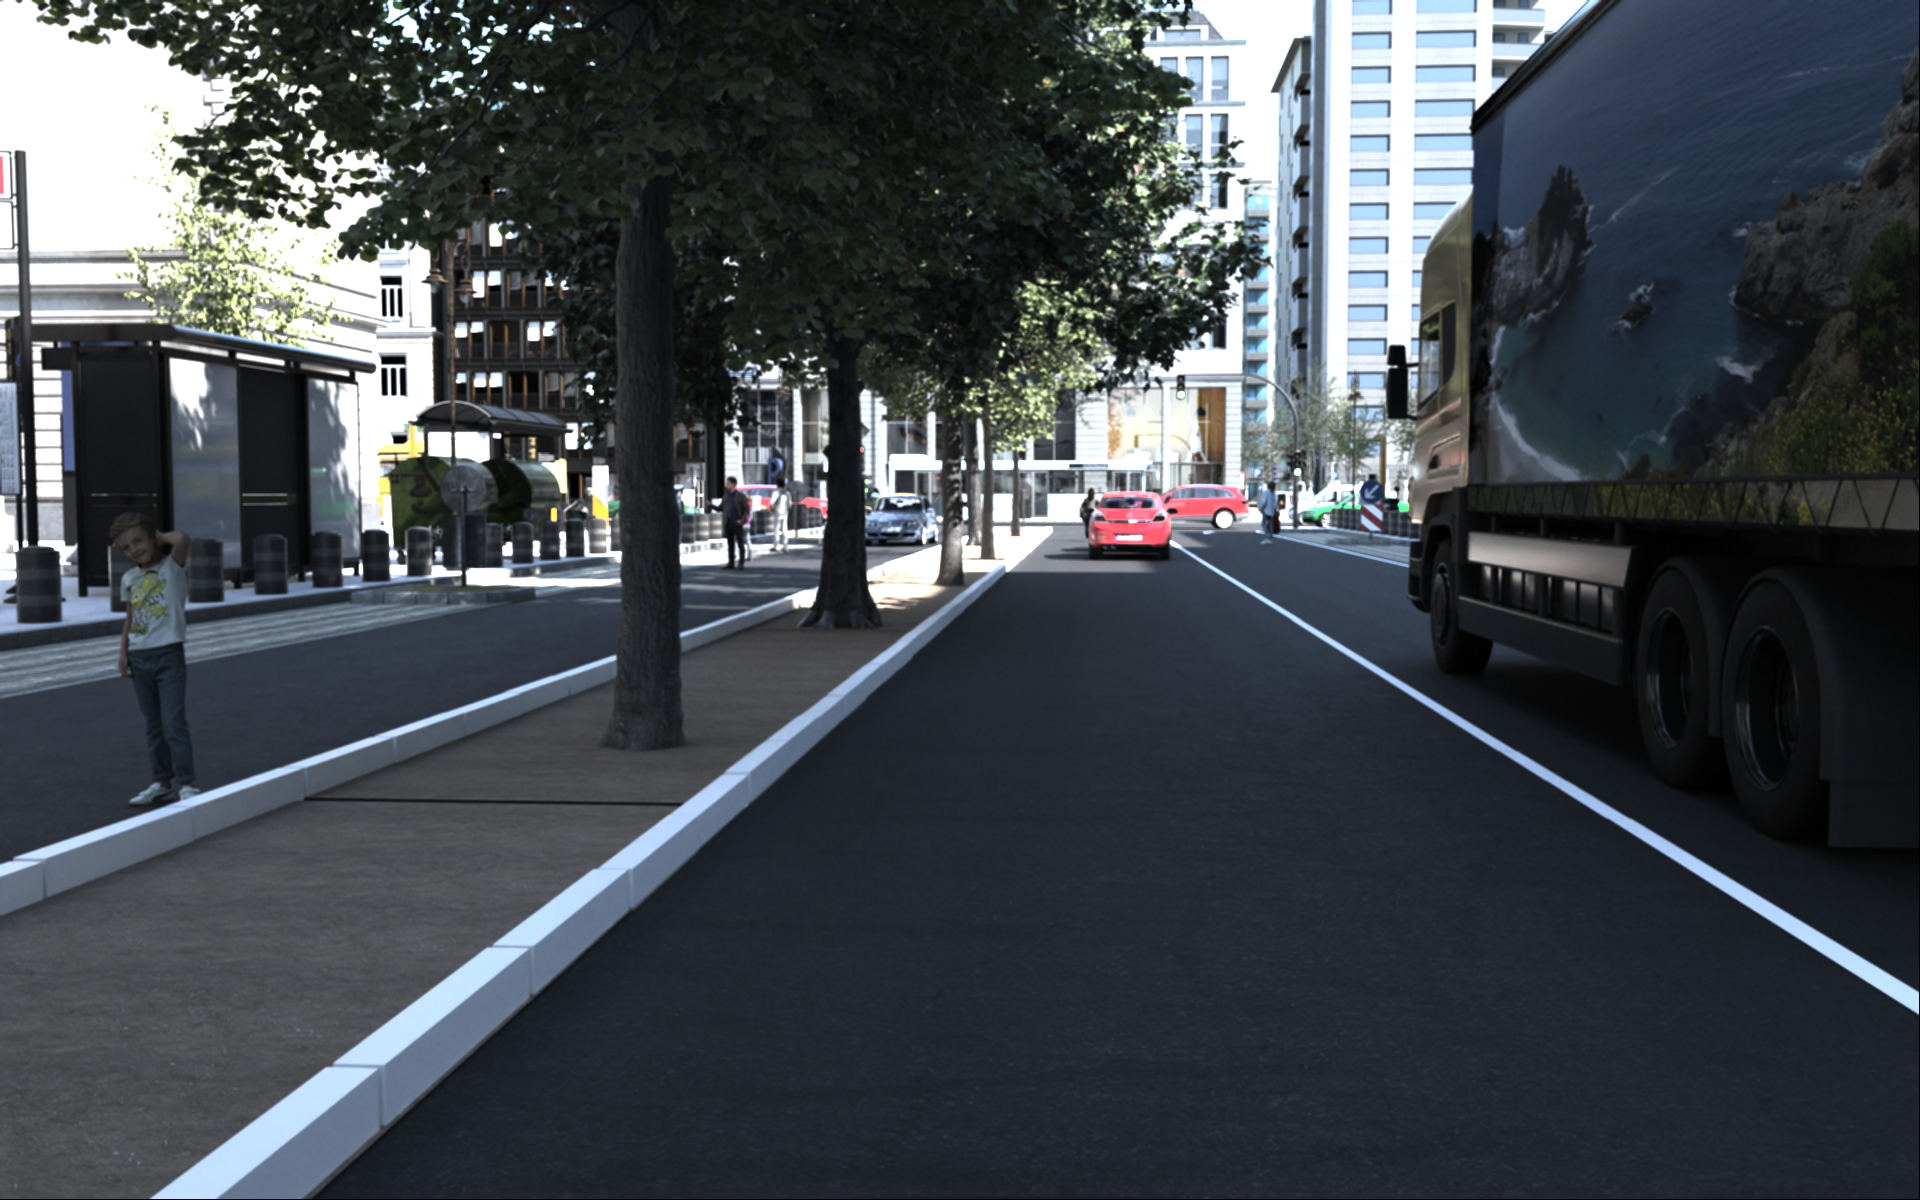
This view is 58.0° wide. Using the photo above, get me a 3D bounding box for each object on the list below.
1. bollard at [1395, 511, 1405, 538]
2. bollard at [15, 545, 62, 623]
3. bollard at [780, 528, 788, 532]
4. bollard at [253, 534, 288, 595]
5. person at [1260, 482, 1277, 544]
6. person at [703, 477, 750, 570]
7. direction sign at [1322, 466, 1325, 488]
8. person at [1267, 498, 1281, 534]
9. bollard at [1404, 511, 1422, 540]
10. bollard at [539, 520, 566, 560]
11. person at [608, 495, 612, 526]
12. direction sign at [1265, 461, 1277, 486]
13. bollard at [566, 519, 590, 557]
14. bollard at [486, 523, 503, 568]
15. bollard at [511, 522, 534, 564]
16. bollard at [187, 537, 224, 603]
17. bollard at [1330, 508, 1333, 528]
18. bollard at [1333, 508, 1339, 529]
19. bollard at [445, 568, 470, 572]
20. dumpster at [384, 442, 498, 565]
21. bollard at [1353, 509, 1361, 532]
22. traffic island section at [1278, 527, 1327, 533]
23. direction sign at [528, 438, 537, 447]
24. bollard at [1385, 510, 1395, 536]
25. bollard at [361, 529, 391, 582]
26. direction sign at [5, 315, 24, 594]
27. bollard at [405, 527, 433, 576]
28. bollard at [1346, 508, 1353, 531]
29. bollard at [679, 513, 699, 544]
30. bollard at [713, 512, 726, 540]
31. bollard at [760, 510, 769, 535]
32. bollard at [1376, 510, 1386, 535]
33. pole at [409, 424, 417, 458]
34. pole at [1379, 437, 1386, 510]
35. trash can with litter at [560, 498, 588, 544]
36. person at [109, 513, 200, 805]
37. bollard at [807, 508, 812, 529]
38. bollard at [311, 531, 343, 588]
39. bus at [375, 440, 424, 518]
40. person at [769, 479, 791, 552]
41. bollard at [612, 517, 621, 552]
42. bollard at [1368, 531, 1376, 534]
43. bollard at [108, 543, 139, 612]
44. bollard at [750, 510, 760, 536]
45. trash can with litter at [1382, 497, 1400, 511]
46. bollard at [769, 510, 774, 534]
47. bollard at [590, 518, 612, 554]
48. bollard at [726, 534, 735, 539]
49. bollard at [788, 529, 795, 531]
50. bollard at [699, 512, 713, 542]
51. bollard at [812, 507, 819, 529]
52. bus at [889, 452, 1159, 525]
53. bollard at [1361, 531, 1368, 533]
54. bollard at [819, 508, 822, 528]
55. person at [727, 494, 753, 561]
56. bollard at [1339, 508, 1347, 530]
[{"bbox_3d":[13.175,-2.233,51.234,0.404,0.777,0.398,0,3,0],"label":"bollard"},{"bbox_3d":[-9.229,-0.161,17.347,0.404,0.777,0.398,0,3,0],"label":"bollard"},{"bbox_3d":[-6.099,-2.653,58.092,0.404,0.777,0.398,0,3,0],"label":"bollard"},{"bbox_3d":[-8.853,-0.461,22.247,0.404,0.777,0.398,0,3,0],"label":"bollard"},{"bbox_3d":[8.906,-2.521,49.988,0.793,1.790,0.793,1,4,21],"label":"person"},{"bbox_3d":[-4.435,-1.461,32.924,0.617,1.759,0.750,3,5,44],"label":"person"},{"bbox_3d":[29.155,-8.995,139.070,0.379,3.537,0.876,0,4,-1],"label":"direction sign"},{"bbox_3d":[11.105,-3.083,61.367,0.523,1.526,0.387,-2,4,-27],"label":"person"},{"bbox_3d":[13.047,-2.134,49.606,0.404,0.777,0.398,0,3,0],"label":"bollard"},{"bbox_3d":[-7.976,-1.160,33.683,0.404,0.777,0.398,0,3,0],"label":"bollard"},{"bbox_3d":[-15.046,-3.881,73.425,0.593,1.643,0.415,-2,4,-28],"label":"person"},{"bbox_3d":[23.192,-8.372,128.871,0.876,3.537,0.379,-1,4,-19],"label":"direction sign"},{"bbox_3d":[-7.849,-1.259,35.309,0.404,0.777,0.398,0,3,0],"label":"bollard"},{"bbox_3d":[-8.229,-0.959,30.399,0.404,0.777,0.398,0,3,0],"label":"bollard"},{"bbox_3d":[-8.097,-1.060,32.053,0.404,0.777,0.398,0,3,0],"label":"bollard"},{"bbox_3d":[-8.981,-0.360,20.611,0.404,0.777,0.398,0,3,0],"label":"bollard"},{"bbox_3d":[14.296,-3.128,65.865,0.404,0.777,0.398,0,3,0],"label":"bollard"},{"bbox_3d":[14.172,-3.028,64.231,0.404,0.777,0.398,0,3,0],"label":"bollard"},{"bbox_3d":[-8.352,-0.860,28.777,0.404,0.777,0.398,0,3,0],"label":"bollard"},{"bbox_3d":[-9.578,-1.804,31.986,1.502,2.255,1.985,0,4,4],"label":"dumpster"},{"bbox_3d":[13.795,-2.730,59.353,0.404,0.777,0.398,0,3,0],"label":"bollard"},{"bbox_3d":[12.634,-2.621,65.140,2.009,0.180,2.903,0,4,4],"label":"traffic island section"},{"bbox_3d":[-15.604,-4.408,64.060,0.379,3.537,0.876,3,4,37],"label":"direction sign"},{"bbox_3d":[13.297,-2.333,52.857,0.404,0.777,0.398,0,3,0],"label":"bollard"},{"bbox_3d":[-8.603,-0.660,25.515,0.404,0.777,0.398,0,3,0],"label":"bollard"},{"bbox_3d":[-12.165,-1.857,22.357,0.379,3.537,0.876,-3,4,-39],"label":"direction sign"},{"bbox_3d":[-8.479,-0.760,27.148,0.404,0.777,0.398,0,3,0],"label":"bollard"},{"bbox_3d":[13.921,-2.829,60.975,0.404,0.777,0.398,0,3,0],"label":"bollard"},{"bbox_3d":[-7.100,-1.856,45.070,0.404,0.777,0.398,0,3,0],"label":"bollard"},{"bbox_3d":[-6.850,-2.056,48.335,0.404,0.777,0.398,0,3,0],"label":"bollard"},{"bbox_3d":[-6.349,-2.454,54.844,0.404,0.777,0.398,0,3,0],"label":"bollard"},{"bbox_3d":[13.419,-2.432,54.479,0.404,0.777,0.398,0,3,0],"label":"bollard"},{"bbox_3d":[-16.009,-3.482,50.770,0.158,3.312,0.155,0,3,0],"label":"pole"},{"bbox_3d":[15.009,-4.138,61.505,0.158,3.312,0.155,0,3,0],"label":"pole"},{"bbox_3d":[-10.088,-2.018,44.386,1.055,1.170,0.624,-1,4,-22],"label":"trash can with litter"},{"bbox_3d":[-3.688,0.271,7.973,0.435,1.345,0.340,0,4,1],"label":"person"},{"bbox_3d":[-5.721,-2.952,62.979,0.404,0.777,0.398,0,3,0],"label":"bollard"},{"bbox_3d":[-8.728,-0.561,23.893,0.404,0.777,0.398,0,3,0],"label":"bollard"},{"bbox_3d":[-26.428,-5.408,79.971,12.252,3.916,2.896,0,4,6],"label":"bus"},{"bbox_3d":[-4.464,-2.095,42.908,0.875,1.805,0.789,-3,5,-42],"label":"person"},{"bbox_3d":[-7.598,-1.459,38.570,0.404,0.777,0.398,0,3,0],"label":"bollard"},{"bbox_3d":[13.545,-2.531,56.101,0.404,0.777,0.398,0,3,0],"label":"bollard"},{"bbox_3d":[-9.103,-0.261,18.988,0.404,0.777,0.398,0,3,0],"label":"bollard"},{"bbox_3d":[-6.474,-2.355,53.214,0.404,0.777,0.398,0,3,0],"label":"bollard"},{"bbox_3d":[14.449,-2.879,58.458,0.624,1.170,1.055,0,4,-1],"label":"trash can with litter"},{"bbox_3d":[-6.227,-2.553,56.466,0.404,0.777,0.398,0,3,0],"label":"bollard"},{"bbox_3d":[-7.726,-1.359,36.932,0.404,0.777,0.398,0,3,0],"label":"bollard"},{"bbox_3d":[-6.723,-2.156,49.970,0.404,0.777,0.398,0,3,0],"label":"bollard"},{"bbox_3d":[-5.974,-2.752,59.714,0.404,0.777,0.398,0,3,0],"label":"bollard"},{"bbox_3d":[-6.973,-1.956,46.701,0.404,0.777,0.398,0,3,0],"label":"bollard"},{"bbox_3d":[-5.596,-3.052,64.611,0.404,0.777,0.398,0,3,0],"label":"bollard"},{"bbox_3d":[3.395,-5.315,81.756,13.247,3.499,2.948,0,4,5],"label":"bus"},{"bbox_3d":[13.676,-2.631,57.730,0.404,0.777,0.398,0,3,0],"label":"bollard"},{"bbox_3d":[-5.472,-3.151,66.234,0.404,0.777,0.398,0,3,0],"label":"bollard"},{"bbox_3d":[-4.725,-1.542,36.953,0.776,1.435,0.726,1,4,17],"label":"person"},{"bbox_3d":[14.045,-2.929,62.608,0.404,0.777,0.398,0,3,0],"label":"bollard"}]
